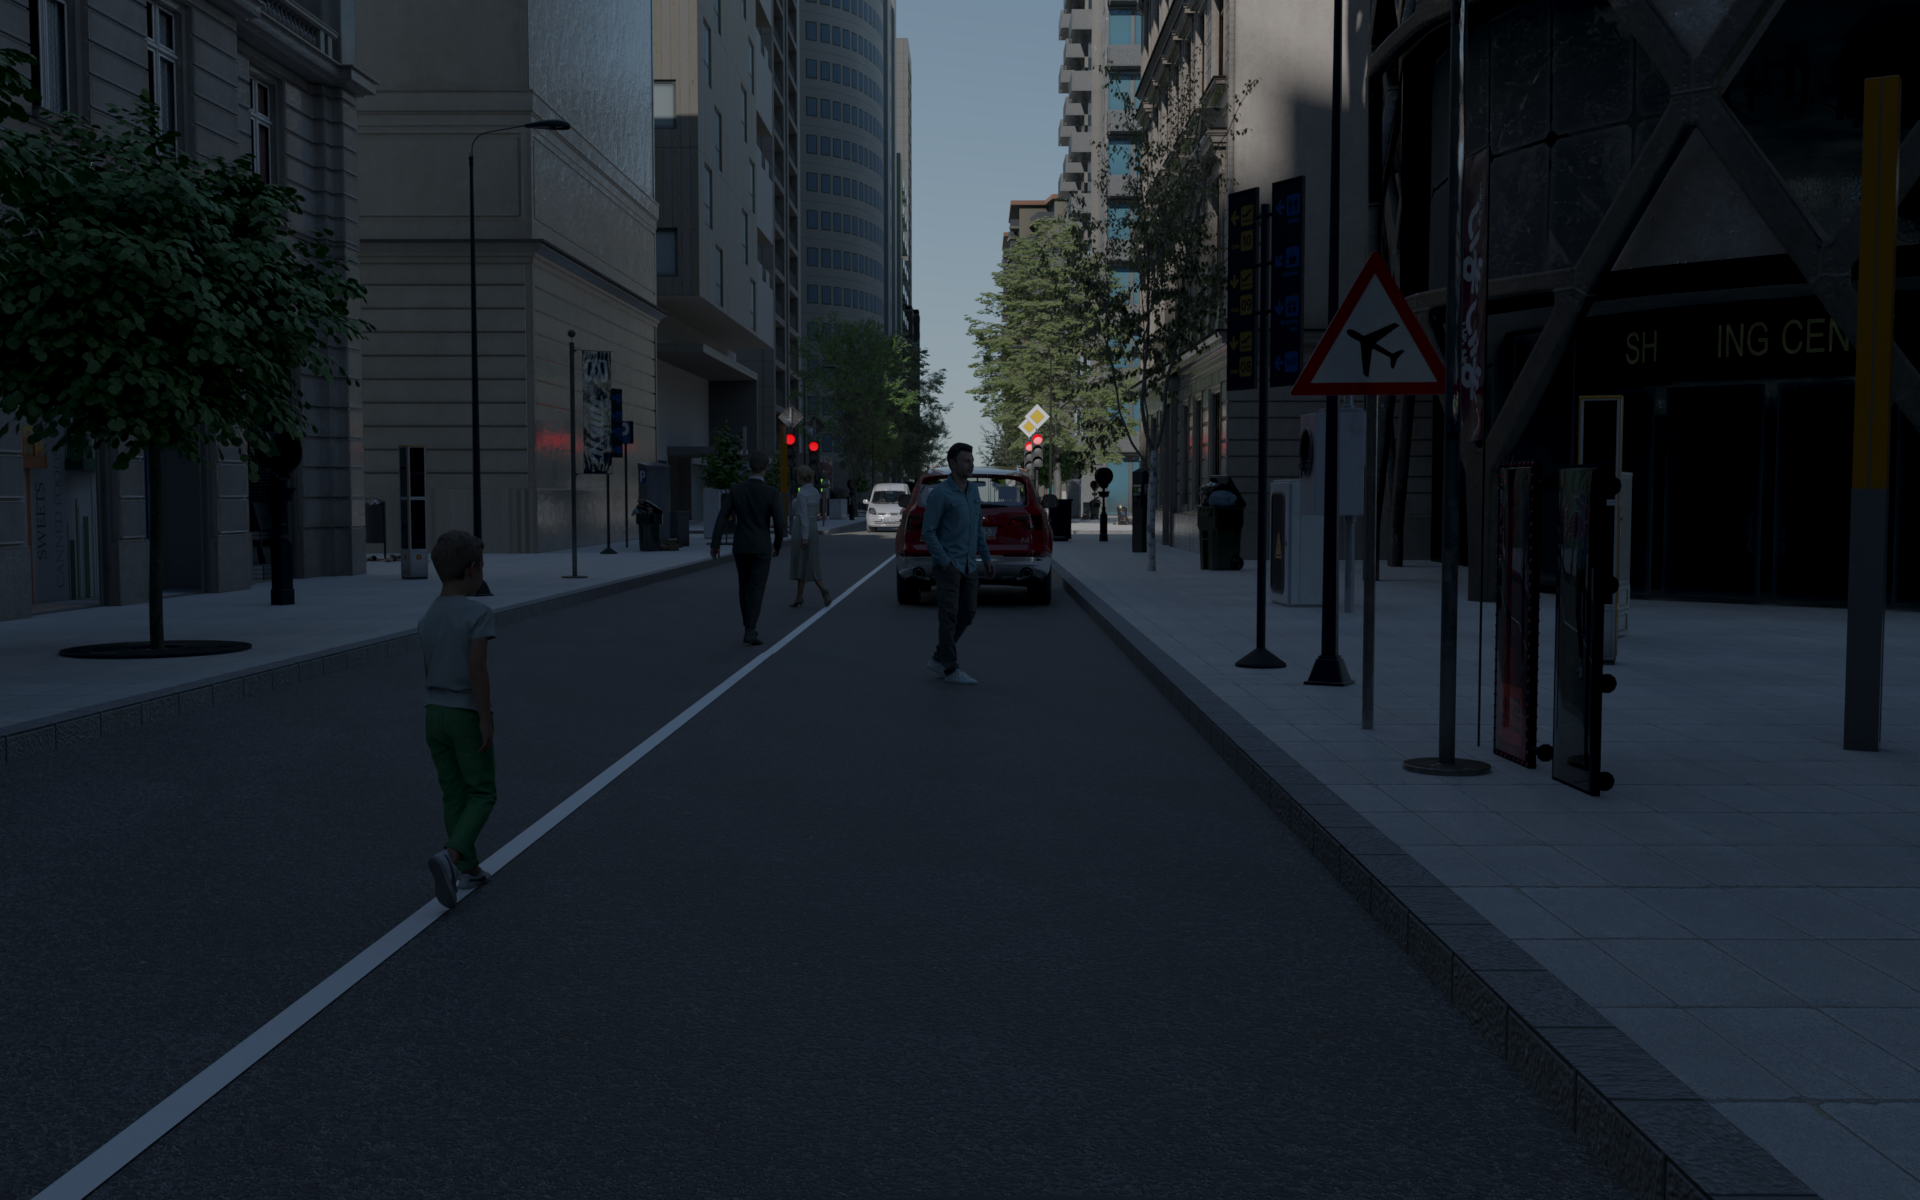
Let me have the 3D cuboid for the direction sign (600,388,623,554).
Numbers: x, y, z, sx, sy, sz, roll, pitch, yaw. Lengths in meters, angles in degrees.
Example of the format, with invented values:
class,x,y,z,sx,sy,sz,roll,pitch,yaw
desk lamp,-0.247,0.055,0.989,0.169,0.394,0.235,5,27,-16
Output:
class,x,y,z,sx,sy,sz,roll,pitch,yaw
direction sign,-7.532,-2.754,37.031,0.379,3.537,0.876,2,4,34

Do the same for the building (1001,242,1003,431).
class,x,y,z,sx,sy,sz,roll,pitch,yaw
building,17.787,-38.366,281.906,22.147,44.769,28.867,0,4,0

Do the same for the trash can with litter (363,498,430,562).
class,x,y,z,sx,sy,sz,roll,pitch,yaw
trash can with litter,-10.864,-1.339,32.955,2.233,1.210,1.678,0,4,8

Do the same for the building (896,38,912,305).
class,x,y,z,sx,sy,sz,roll,pitch,yaw
building,-15.852,-51.320,277.337,20.563,71.187,20.611,0,4,0

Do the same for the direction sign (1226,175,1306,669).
class,x,y,z,sx,sy,sz,roll,pitch,yaw
direction sign,2.237,-1.271,12.781,0.379,3.537,0.876,-2,4,-28

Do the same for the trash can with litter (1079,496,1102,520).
class,x,y,z,sx,sy,sz,roll,pitch,yaw
trash can with litter,6.530,-4.613,86.804,1.055,1.170,0.624,-1,4,-12

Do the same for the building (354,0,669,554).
class,x,y,z,sx,sy,sz,roll,pitch,yaw
building,-23.272,-12.886,43.962,30.059,22.955,16.112,0,4,0

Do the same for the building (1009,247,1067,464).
class,x,y,z,sx,sy,sz,roll,pitch,yaw
building,13.315,-26.417,203.623,14.160,30.474,14.107,0,4,0

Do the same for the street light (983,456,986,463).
class,x,y,z,sx,sy,sz,roll,pitch,yaw
street light,3.276,-12.092,170.252,1.470,5.913,1.316,0,4,0

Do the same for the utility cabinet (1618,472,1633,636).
class,x,y,z,sx,sy,sz,roll,pitch,yaw
utility cabinet,5.632,-0.401,15.238,0.318,1.500,1.173,2,4,33

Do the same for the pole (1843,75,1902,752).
class,x,y,z,sx,sy,sz,roll,pitch,yaw
pole,4.537,-0.903,8.609,0.158,3.312,0.155,0,3,0

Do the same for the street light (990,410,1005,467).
class,x,y,z,sx,sy,sz,roll,pitch,yaw
street light,2.529,-7.470,94.675,1.470,5.913,1.316,0,4,0

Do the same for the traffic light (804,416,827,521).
class,x,y,z,sx,sy,sz,roll,pitch,yaw
traffic light,-5.201,-4.481,62.180,0.839,4.253,0.868,0,4,0

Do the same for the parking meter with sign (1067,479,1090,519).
class,x,y,z,sx,sy,sz,roll,pitch,yaw
parking meter with sign,5.958,-5.751,90.292,1.738,3.016,0.543,1,4,18

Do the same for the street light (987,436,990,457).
class,x,y,z,sx,sy,sz,roll,pitch,yaw
street light,2.995,-10.075,137.275,1.470,5.913,1.316,0,4,0

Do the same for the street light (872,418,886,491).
class,x,y,z,sx,sy,sz,roll,pitch,yaw
street light,-4.754,-8.123,105.356,1.470,5.913,1.316,0,4,0

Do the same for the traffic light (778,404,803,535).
class,x,y,z,sx,sy,sz,roll,pitch,yaw
traffic light,-5.270,-3.992,54.195,0.839,4.253,0.868,0,4,0

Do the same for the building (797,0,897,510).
class,x,y,z,sx,sy,sz,roll,pitch,yaw
building,-17.681,-38.998,179.610,21.231,58.520,28.212,0,4,0

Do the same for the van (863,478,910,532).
class,x,y,z,sx,sy,sz,roll,pitch,yaw
van,-2.652,-3.606,65.972,2.013,2.044,4.112,0,4,0

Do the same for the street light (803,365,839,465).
class,x,y,z,sx,sy,sz,roll,pitch,yaw
street light,-5.083,-5.512,62.660,1.470,5.913,1.316,0,4,0

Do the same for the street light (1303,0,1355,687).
class,x,y,z,sx,sy,sz,roll,pitch,yaw
street light,1.955,-2.385,11.533,1.470,5.913,1.316,0,4,0

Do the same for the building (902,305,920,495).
class,x,y,z,sx,sy,sz,roll,pitch,yaw
building,-13.206,-29.900,260.567,14.160,30.474,14.107,0,4,0

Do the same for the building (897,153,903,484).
class,x,y,z,sx,sy,sz,roll,pitch,yaw
building,-13.983,-31.690,201.722,14.154,41.232,14.086,0,4,0

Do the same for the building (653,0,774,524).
class,x,y,z,sx,sy,sz,roll,pitch,yaw
building,-22.953,-29.788,76.269,28.713,52.752,27.495,0,4,0

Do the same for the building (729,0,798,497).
class,x,y,z,sx,sy,sz,roll,pitch,yaw
building,-18.859,-41.133,110.773,20.563,71.187,20.611,0,4,0

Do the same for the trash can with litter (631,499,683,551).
class,x,y,z,sx,sy,sz,roll,pitch,yaw
trash can with litter,-6.814,-1.687,38.975,1.055,1.170,0.624,-3,5,-43

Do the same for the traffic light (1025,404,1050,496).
class,x,y,z,sx,sy,sz,roll,pitch,yaw
traffic light,2.391,-3.989,54.145,0.839,4.253,0.868,0,4,0

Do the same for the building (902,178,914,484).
class,x,y,z,sx,sy,sz,roll,pitch,yaw
building,-18.534,-37.810,237.805,23.786,49.044,30.456,0,4,0

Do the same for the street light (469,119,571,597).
class,x,y,z,sx,sy,sz,roll,pitch,yaw
street light,-5.524,-3.002,21.627,1.470,5.913,1.316,0,4,0

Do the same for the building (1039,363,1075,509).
class,x,y,z,sx,sy,sz,roll,pitch,yaw
building,22.829,-28.280,154.259,32.217,40.220,23.993,0,4,0

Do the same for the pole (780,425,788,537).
class,x,y,z,sx,sy,sz,roll,pitch,yaw
pole,-5.197,-3.505,51.152,0.158,3.312,0.155,0,3,0

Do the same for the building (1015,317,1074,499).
class,x,y,z,sx,sy,sz,roll,pitch,yaw
building,19.980,-20.632,182.376,27.650,21.520,28.899,0,4,0

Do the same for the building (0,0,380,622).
class,x,y,z,sx,sy,sz,roll,pitch,yaw
building,-15.489,-10.634,15.674,13.314,21.916,24.055,0,4,0

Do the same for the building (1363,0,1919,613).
class,x,y,z,sx,sy,sz,roll,pitch,yaw
building,14.053,-9.578,24.055,16.820,18.784,16.811,0,4,0

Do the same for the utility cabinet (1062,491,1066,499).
class,x,y,z,sx,sy,sz,roll,pitch,yaw
utility cabinet,8.409,-7.615,133.186,1.173,1.500,0.318,0,4,-3

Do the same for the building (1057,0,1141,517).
class,x,y,z,sx,sy,sz,roll,pitch,yaw
building,17.587,-29.846,107.590,23.786,49.044,30.456,0,4,0

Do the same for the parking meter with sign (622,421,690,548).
class,x,y,z,sx,sy,sz,roll,pitch,yaw
parking meter with sign,-7.382,-2.794,41.941,1.738,3.016,0.543,-3,5,-44

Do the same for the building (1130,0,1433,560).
class,x,y,z,sx,sy,sz,roll,pitch,yaw
building,9.834,-10.854,42.096,10.561,19.102,19.286,0,4,0

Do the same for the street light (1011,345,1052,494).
class,x,y,z,sx,sy,sz,roll,pitch,yaw
street light,2.289,-4.990,54.133,1.470,5.913,1.316,0,4,0

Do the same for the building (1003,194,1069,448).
class,x,y,z,sx,sy,sz,roll,pitch,yaw
building,18.041,-36.567,252.488,22.147,44.769,28.867,0,4,0

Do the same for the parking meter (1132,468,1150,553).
class,x,y,z,sx,sy,sz,roll,pitch,yaw
parking meter,3.970,-1.979,38.061,0.255,1.863,0.399,2,4,34

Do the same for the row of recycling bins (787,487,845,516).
class,x,y,z,sx,sy,sz,roll,pitch,yaw
row of recycling bins,-8.419,-5.720,100.641,3.534,1.692,1.069,-1,4,-10

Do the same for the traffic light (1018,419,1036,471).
class,x,y,z,sx,sy,sz,roll,pitch,yaw
traffic light,2.460,-4.478,62.130,0.839,4.253,0.868,0,4,0
